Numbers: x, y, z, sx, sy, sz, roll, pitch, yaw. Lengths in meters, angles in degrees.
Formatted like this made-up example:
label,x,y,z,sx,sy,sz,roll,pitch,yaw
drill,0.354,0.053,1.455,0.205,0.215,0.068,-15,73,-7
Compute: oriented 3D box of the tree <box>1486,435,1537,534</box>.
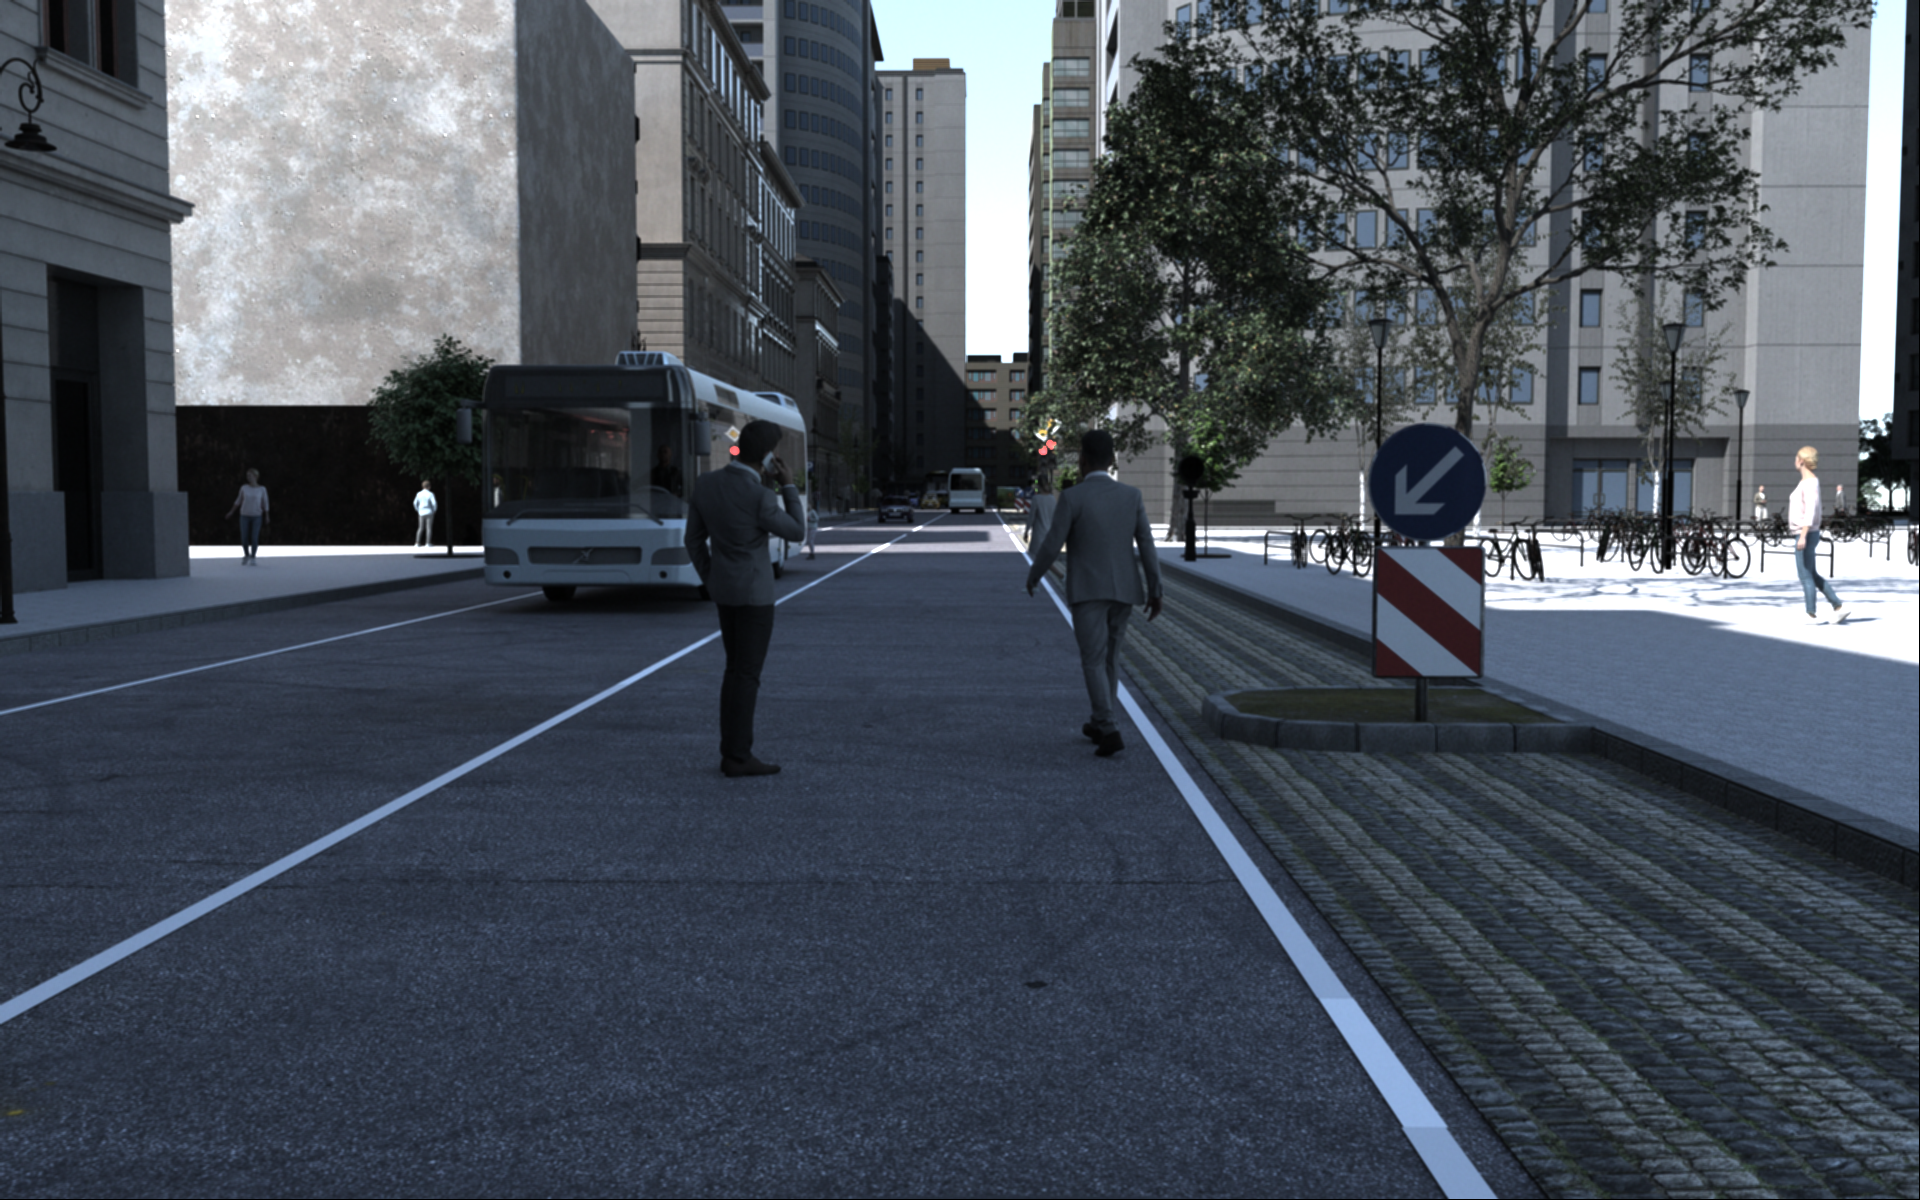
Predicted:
label,x,y,z,sx,sy,sz,roll,pitch,yaw
tree,17.655,-3.780,56.398,1.663,3.219,1.824,0,3,0

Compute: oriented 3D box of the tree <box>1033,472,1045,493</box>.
label,x,y,z,sx,sy,sz,roll,pitch,yaw
tree,6.010,-8.140,127.690,1.663,3.219,1.824,0,3,0

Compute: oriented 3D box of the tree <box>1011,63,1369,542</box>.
label,x,y,z,sx,sy,sz,roll,pitch,yaw
tree,6.008,-7.893,46.056,9.611,12.733,9.660,0,3,0

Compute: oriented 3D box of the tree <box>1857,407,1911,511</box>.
label,x,y,z,sx,sy,sz,roll,pitch,yaw
tree,61.630,-8.921,108.763,11.467,7.101,20.602,0,4,-6

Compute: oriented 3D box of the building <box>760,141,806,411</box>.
label,x,y,z,sx,sy,sz,roll,pitch,yaw
building,-15.615,-16.766,102.995,11.050,23.489,19.941,0,4,1

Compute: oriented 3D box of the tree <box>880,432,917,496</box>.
label,x,y,z,sx,sy,sz,roll,pitch,yaw
tree,-7.139,-15.356,201.430,4.360,8.622,3.978,0,3,0

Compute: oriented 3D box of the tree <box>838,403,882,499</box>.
label,x,y,z,sx,sy,sz,roll,pitch,yaw
tree,-8.634,-11.471,137.920,4.737,8.622,4.395,0,3,0

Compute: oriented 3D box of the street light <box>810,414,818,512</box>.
label,x,y,z,sx,sy,sz,roll,pitch,yaw
street light,-8.384,-7.787,100.111,0.468,5.910,1.993,0,4,1

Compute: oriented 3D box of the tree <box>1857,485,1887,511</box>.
label,x,y,z,sx,sy,sz,roll,pitch,yaw
tree,61.845,-14.107,132.470,13.155,14.587,18.604,0,4,-4

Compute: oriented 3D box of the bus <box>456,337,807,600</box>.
label,x,y,z,sx,sy,sz,roll,pitch,yaw
bus,-4.317,-1.916,26.187,2.948,3.499,13.247,0,4,1

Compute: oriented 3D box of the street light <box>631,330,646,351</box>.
label,x,y,z,sx,sy,sz,roll,pitch,yaw
street light,-9.021,-4.650,48.815,0.468,5.910,1.993,0,4,1

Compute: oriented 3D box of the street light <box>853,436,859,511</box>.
label,x,y,z,sx,sy,sz,roll,pitch,yaw
street light,-7.910,-9.737,131.981,0.468,5.910,1.993,0,4,1

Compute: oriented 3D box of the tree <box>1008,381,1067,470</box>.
label,x,y,z,sx,sy,sz,roll,pitch,yaw
tree,7.361,-12.276,135.120,7.601,10.594,8.767,-1,4,-23

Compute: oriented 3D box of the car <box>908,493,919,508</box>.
label,x,y,z,sx,sy,sz,roll,pitch,yaw
car,-5.206,-10.547,182.039,1.945,1.707,3.694,0,4,0

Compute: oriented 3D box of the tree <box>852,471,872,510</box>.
label,x,y,z,sx,sy,sz,roll,pitch,yaw
tree,-8.115,-9.035,142.328,1.663,3.219,1.824,0,3,0

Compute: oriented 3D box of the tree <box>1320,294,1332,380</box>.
label,x,y,z,sx,sy,sz,roll,pitch,yaw
tree,13.333,-6.482,56.338,4.360,8.622,3.978,0,3,0

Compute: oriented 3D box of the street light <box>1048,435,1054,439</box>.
label,x,y,z,sx,sy,sz,roll,pitch,yaw
street light,5.830,-8.401,110.147,0.468,5.910,1.993,0,4,1

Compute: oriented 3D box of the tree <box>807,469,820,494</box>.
label,x,y,z,sx,sy,sz,roll,pitch,yaw
tree,-8.615,-6.310,97.777,1.663,3.219,1.824,0,3,0

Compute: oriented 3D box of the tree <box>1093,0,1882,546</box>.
label,x,y,z,sx,sy,sz,roll,pitch,yaw
tree,5.718,-5.218,19.724,8.767,10.594,7.601,0,4,3

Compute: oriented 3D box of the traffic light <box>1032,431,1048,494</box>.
label,x,y,z,sx,sy,sz,roll,pitch,yaw
traffic light,3.221,-4.811,67.581,0.839,4.253,0.868,0,4,1

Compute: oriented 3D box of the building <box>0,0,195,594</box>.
label,x,y,z,sx,sy,sz,roll,pitch,yaw
building,-18.412,-13.934,15.214,14.401,28.519,23.554,0,4,1

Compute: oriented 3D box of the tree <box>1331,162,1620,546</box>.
label,x,y,z,sx,sy,sz,roll,pitch,yaw
tree,10.970,-5.297,36.968,4.360,8.622,3.978,0,3,0

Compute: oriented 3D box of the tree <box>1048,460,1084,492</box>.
label,x,y,z,sx,sy,sz,roll,pitch,yaw
tree,6.048,-6.389,99.056,1.663,3.219,1.824,0,3,0

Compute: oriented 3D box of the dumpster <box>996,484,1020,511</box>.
label,x,y,z,sx,sy,sz,roll,pitch,yaw
dumpster,4.218,-9.092,153.602,1.985,2.255,1.502,0,4,1

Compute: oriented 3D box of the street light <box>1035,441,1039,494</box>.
label,x,y,z,sx,sy,sz,roll,pitch,yaw
street light,6.351,-10.346,141.944,0.468,5.910,1.993,0,4,1

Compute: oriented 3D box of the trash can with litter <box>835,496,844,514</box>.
label,x,y,z,sx,sy,sz,roll,pitch,yaw
trash can with litter,-7.827,-6.204,112.823,0.624,1.170,1.055,0,4,-3

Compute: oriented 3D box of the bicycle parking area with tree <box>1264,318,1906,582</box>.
label,x,y,z,sx,sy,sz,roll,pitch,yaw
bicycle parking area with tree,9.462,-2.570,29.022,8.231,4.147,9.016,0,4,5

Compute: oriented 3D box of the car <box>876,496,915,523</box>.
label,x,y,z,sx,sy,sz,roll,pitch,yaw
car,-3.201,-4.548,86.934,1.945,1.354,3.894,0,4,0

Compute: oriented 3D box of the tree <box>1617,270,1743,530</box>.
label,x,y,z,sx,sy,sz,roll,pitch,yaw
tree,23.148,-6.516,56.906,4.360,8.622,3.978,0,3,0

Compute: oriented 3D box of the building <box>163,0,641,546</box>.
label,x,y,z,sx,sy,sz,roll,pitch,yaw
building,-18.980,-11.198,50.539,16.811,18.784,16.820,0,4,1

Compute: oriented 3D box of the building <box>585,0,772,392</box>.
label,x,y,z,sx,sy,sz,roll,pitch,yaw
building,-16.382,-17.314,80.345,12.463,27.353,25.104,0,4,1

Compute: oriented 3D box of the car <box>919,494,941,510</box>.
label,x,y,z,sx,sy,sz,roll,pitch,yaw
car,-2.687,-8.942,156.424,2.015,1.641,3.980,0,4,-1

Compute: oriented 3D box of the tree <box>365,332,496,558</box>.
label,x,y,z,sx,sy,sz,roll,pitch,yaw
tree,-10.311,-3.149,35.193,4.285,4.588,4.351,0,3,0

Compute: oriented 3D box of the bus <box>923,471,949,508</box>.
label,x,y,z,sx,sy,sz,roll,pitch,yaw
bus,-2.226,-11.900,186.105,2.896,3.916,12.252,0,4,2

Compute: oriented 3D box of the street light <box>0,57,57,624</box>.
label,x,y,z,sx,sy,sz,roll,pitch,yaw
street light,-9.457,-2.705,17.016,0.468,5.910,1.993,0,4,1

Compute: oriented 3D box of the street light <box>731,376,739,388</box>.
label,x,y,z,sx,sy,sz,roll,pitch,yaw
street light,-8.798,-5.821,67.967,0.468,5.910,1.993,0,4,1

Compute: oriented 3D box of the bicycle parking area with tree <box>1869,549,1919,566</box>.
label,x,y,z,sx,sy,sz,roll,pitch,yaw
bicycle parking area with tree,20.596,-2.667,30.605,8.231,4.147,9.016,2,4,31

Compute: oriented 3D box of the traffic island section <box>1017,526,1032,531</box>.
label,x,y,z,sx,sy,sz,roll,pitch,yaw
traffic island section,3.261,-2.778,67.694,2.009,0.180,2.903,0,4,1

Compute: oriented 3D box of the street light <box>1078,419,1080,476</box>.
label,x,y,z,sx,sy,sz,roll,pitch,yaw
street light,5.387,-6.456,78.349,0.468,5.910,1.993,0,4,1

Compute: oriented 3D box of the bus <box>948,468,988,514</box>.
label,x,y,z,sx,sy,sz,roll,pitch,yaw
bus,0.616,-8.307,130.681,2.948,3.499,13.247,0,4,1

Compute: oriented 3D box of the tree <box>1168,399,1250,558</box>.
label,x,y,z,sx,sy,sz,roll,pitch,yaw
tree,5.115,-2.478,35.109,1.663,3.219,1.824,0,3,0

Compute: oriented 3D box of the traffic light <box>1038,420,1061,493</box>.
label,x,y,z,sx,sy,sz,roll,pitch,yaw
traffic light,3.116,-4.323,59.597,0.839,4.253,0.868,0,4,1

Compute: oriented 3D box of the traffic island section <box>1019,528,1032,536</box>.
label,x,y,z,sx,sy,sz,roll,pitch,yaw
traffic island section,3.156,-2.289,59.710,2.009,0.180,2.903,0,4,1
